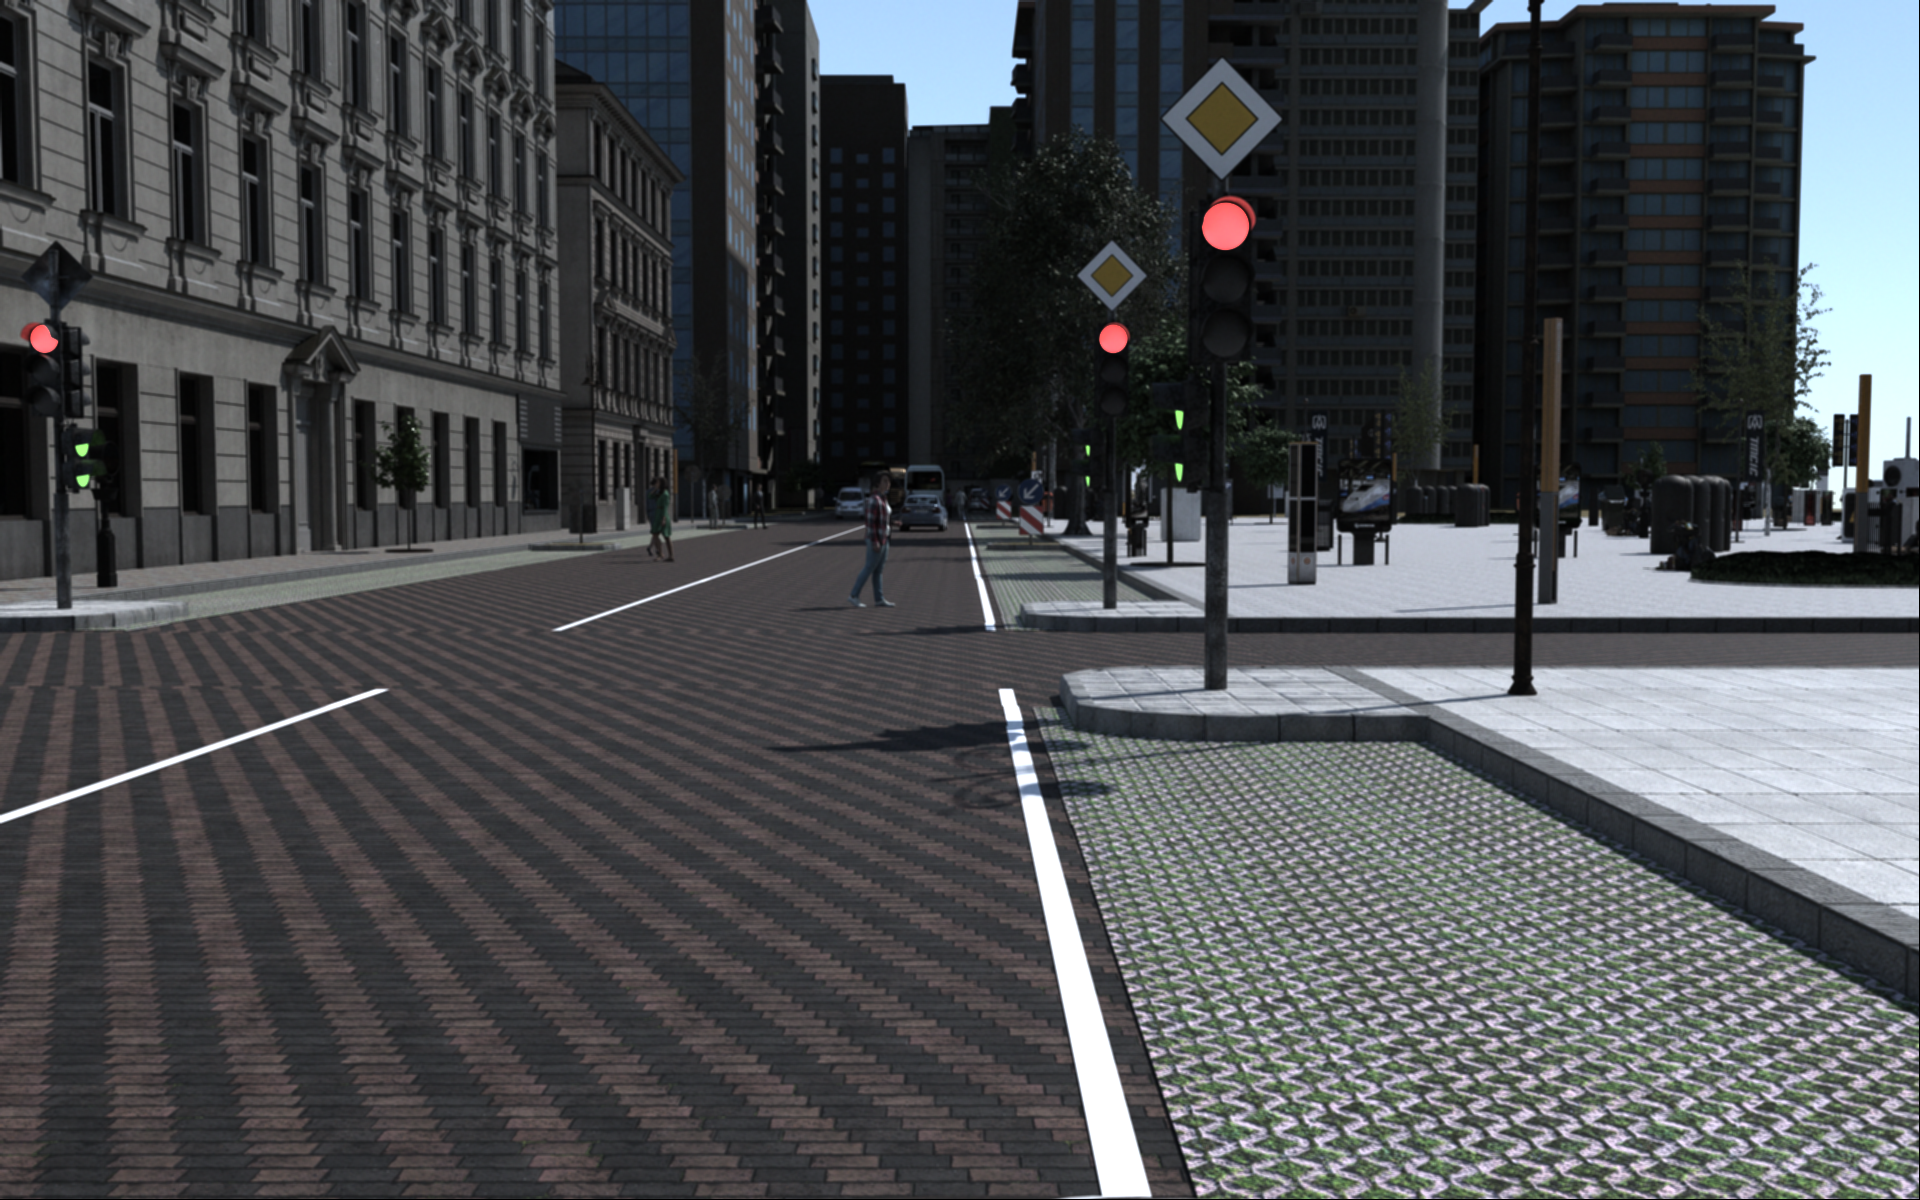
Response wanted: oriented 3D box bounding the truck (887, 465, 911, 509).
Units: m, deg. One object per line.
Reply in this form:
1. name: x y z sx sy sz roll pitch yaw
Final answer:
1. truck: -6.076 -10.868 166.604 2.839 4.237 11.283 0 4 2

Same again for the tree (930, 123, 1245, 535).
1. tree: 3.766 -8.377 53.964 9.611 12.733 9.660 0 3 0

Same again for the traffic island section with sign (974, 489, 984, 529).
1. traffic island section with sign: 1.675 -3.847 71.530 1.989 1.847 2.006 0 3 0

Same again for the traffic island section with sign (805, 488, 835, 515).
1. traffic island section with sign: -9.786 -6.882 121.152 1.989 1.847 2.006 0 3 0

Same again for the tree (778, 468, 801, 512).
1. tree: -12.281 -7.973 124.962 1.663 3.219 1.824 0 3 0

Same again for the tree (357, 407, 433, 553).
1. tree: -12.224 -2.683 38.476 1.663 3.219 1.824 0 3 0

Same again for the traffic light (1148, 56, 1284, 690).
1. traffic light: 1.666 -1.369 11.296 0.839 4.253 0.868 0 3 0

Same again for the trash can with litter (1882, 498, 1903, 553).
1. trash can with litter: 17.714 -1.346 33.068 1.678 1.210 2.233 0 4 1

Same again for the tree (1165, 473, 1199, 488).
1. tree: 9.670 -4.860 74.056 1.663 3.219 1.824 0 3 0

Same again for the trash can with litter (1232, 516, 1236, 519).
1. trash can with litter: 13.977 -4.874 90.754 1.678 1.210 2.233 3 4 38

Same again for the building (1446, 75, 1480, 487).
1. building: 39.363 -29.260 161.997 14.086 41.232 14.154 0 3 0

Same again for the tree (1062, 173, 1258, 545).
1. tree: 4.513 -5.507 40.407 4.360 8.622 3.978 0 3 0

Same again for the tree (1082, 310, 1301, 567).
1. tree: 3.867 -2.894 31.039 4.285 4.588 4.351 0 3 0

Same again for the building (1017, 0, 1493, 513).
1. building: 20.602 -26.671 127.959 32.217 40.220 23.993 0 3 0

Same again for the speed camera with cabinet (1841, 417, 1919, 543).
1. speed camera with cabinet: 23.921 -3.100 45.023 0.660 3.252 2.038 -1 4 -15

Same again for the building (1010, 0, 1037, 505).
1. building: 15.715 -30.572 154.479 22.147 44.769 28.867 0 3 0

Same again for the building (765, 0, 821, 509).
1. building: -24.111 -32.690 158.182 21.600 48.544 21.300 0 3 0

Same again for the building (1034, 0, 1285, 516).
1. building: 11.902 -28.045 108.646 14.600 45.320 14.200 0 3 0

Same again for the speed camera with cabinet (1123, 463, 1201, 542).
1. speed camera with cabinet: 5.458 -3.209 46.796 2.038 3.252 0.660 -1 4 -9

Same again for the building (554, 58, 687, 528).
1. building: -18.266 -12.755 73.169 10.561 19.102 19.286 0 3 0

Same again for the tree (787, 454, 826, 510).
1. tree: -12.501 -9.641 141.351 4.285 4.588 4.351 0 3 0

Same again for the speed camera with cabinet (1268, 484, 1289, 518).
1. speed camera with cabinet: 17.771 -6.107 94.185 2.038 3.252 0.660 -1 4 -19

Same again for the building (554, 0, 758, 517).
1. building: -19.699 -27.604 101.435 14.600 45.320 14.200 0 3 0

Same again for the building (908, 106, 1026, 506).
1. building: 1.413 -30.734 186.098 14.086 41.232 14.154 0 3 0

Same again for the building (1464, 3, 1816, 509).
1. building: 61.032 -30.763 157.597 28.867 44.769 22.147 0 3 0

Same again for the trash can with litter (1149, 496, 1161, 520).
1. trash can with litter: 9.684 -4.510 84.800 2.233 1.210 1.678 3 5 44

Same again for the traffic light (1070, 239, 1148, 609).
1. traffic light: 1.661 -1.857 19.281 0.839 4.253 0.868 0 3 0

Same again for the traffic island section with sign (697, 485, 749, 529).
1. traffic island section with sign: -9.742 -3.842 71.437 1.989 1.847 2.006 0 3 0

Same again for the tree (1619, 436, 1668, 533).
1. tree: 22.844 -3.816 56.996 1.663 3.219 1.824 0 3 0

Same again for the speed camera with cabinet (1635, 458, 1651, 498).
1. speed camera with cabinet: 37.589 -6.080 93.748 0.660 3.252 2.038 -2 4 -33

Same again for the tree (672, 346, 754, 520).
1. tree: -12.648 -8.360 87.049 4.360 8.622 3.978 0 3 0

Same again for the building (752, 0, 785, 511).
1. building: -24.328 -28.660 123.217 22.147 44.769 28.867 0 3 0

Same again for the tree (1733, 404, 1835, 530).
1. tree: 29.654 -4.787 61.974 4.285 4.588 4.351 0 3 0

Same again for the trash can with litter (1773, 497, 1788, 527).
1. trash can with litter: 32.287 -3.461 67.972 0.624 1.170 1.055 1 4 12

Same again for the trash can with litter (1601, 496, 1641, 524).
1. trash can with litter: 28.516 -3.844 73.912 2.233 1.210 1.678 1 4 12

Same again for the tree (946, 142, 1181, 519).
1. tree: 5.620 -14.414 91.550 12.611 20.169 13.585 0 3 0

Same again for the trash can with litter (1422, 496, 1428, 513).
1. trash can with litter: 21.579 -4.213 79.942 1.678 1.210 2.233 1 4 19

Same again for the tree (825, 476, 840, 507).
1. tree: -12.932 -10.821 171.530 1.663 3.219 1.824 0 3 0

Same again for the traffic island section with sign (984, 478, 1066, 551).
1. traffic island section with sign: 1.688 -2.194 44.503 1.989 1.847 2.006 0 3 0

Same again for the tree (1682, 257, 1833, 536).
1. tree: 24.618 -6.275 52.963 4.737 8.622 4.395 0 3 0

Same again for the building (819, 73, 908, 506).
1. building: -12.729 -32.750 185.581 14.200 45.320 14.600 0 3 0

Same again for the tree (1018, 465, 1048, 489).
1. tree: 4.266 -6.501 100.894 1.663 3.219 1.824 0 3 0

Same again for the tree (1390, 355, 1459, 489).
1. tree: 24.303 -8.665 92.041 4.737 8.622 4.395 0 3 0

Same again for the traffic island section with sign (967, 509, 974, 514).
1. traffic island section with sign: 1.637 -6.926 121.867 1.989 1.847 2.006 0 3 0

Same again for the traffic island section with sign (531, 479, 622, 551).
1. traffic island section with sign: -9.740 -2.179 44.255 1.989 1.847 2.006 0 3 0

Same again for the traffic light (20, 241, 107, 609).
1. traffic light: -10.001 -1.855 19.258 0.839 4.253 0.868 0 3 0
